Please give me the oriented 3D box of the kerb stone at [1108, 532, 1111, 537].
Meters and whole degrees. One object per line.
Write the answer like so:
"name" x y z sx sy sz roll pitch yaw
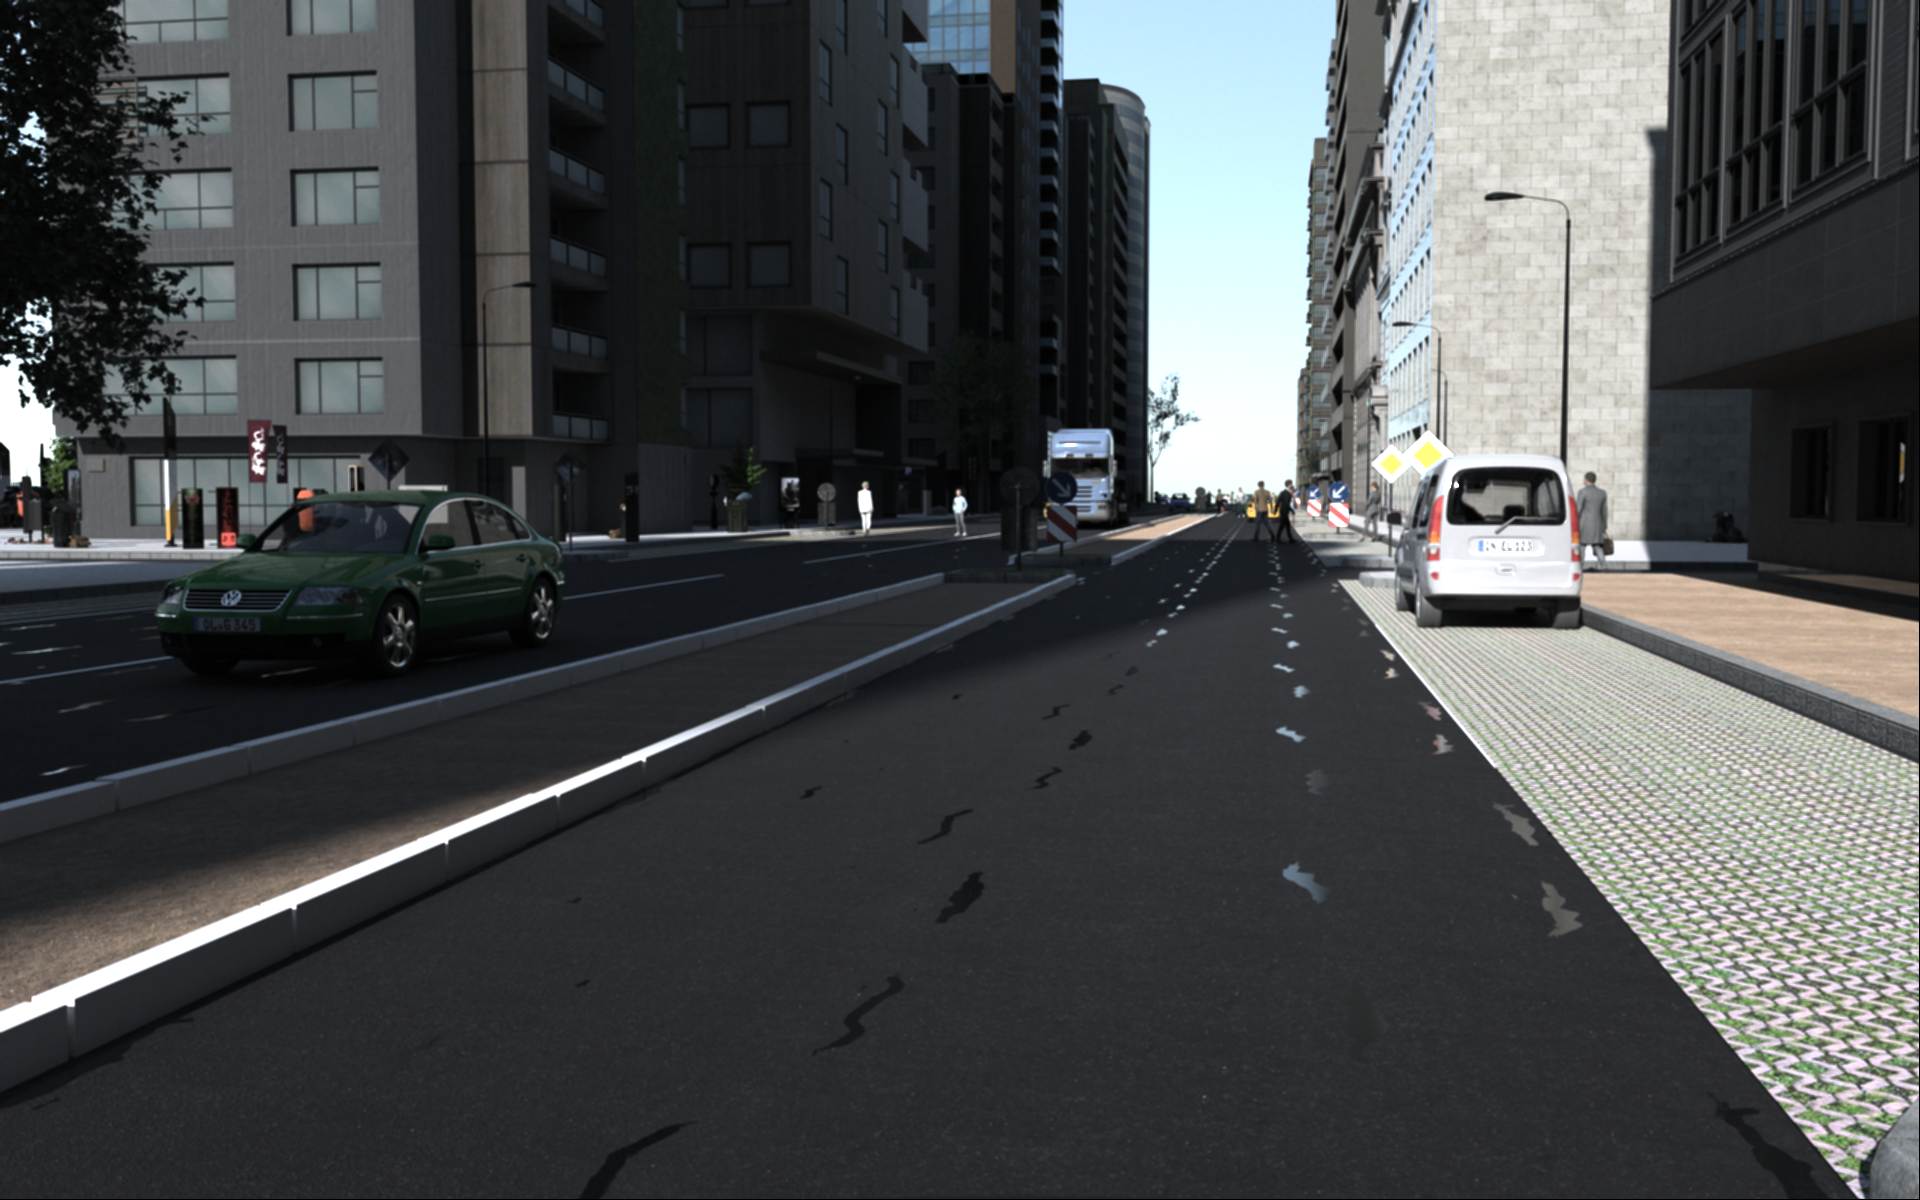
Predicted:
"kerb stone" 4.719 -2.088 56.340 0.120 0.150 1.000 1 4 10

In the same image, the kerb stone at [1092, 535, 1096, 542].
"kerb stone" 3.831 -1.775 51.296 0.120 0.150 1.000 1 4 10

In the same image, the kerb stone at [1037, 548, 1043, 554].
"kerb stone" 1.698 -1.039 39.181 0.120 0.150 1.000 1 4 10

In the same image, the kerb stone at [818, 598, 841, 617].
"kerb stone" -1.613 0.110 20.443 0.120 0.150 1.000 1 4 10

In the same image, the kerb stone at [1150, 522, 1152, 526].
"kerb stone" 8.272 -3.323 76.538 0.120 0.150 1.000 1 4 10

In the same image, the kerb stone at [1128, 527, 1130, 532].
"kerb stone" 6.146 -2.582 64.422 0.120 0.150 1.000 1 4 10

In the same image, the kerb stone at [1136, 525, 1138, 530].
"kerb stone" 6.853 -2.828 68.462 0.120 0.150 1.000 1 4 10

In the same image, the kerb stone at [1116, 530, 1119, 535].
"kerb stone" 5.250 -2.274 59.376 0.120 0.150 1.000 1 4 10

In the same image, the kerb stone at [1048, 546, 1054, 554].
"kerb stone" 2.044 -1.162 41.196 0.120 0.150 1.000 1 4 10

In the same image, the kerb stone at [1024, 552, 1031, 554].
"kerb stone" 1.334 -0.914 37.143 0.120 0.150 1.000 1 4 10

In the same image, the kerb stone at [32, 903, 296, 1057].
"kerb stone" -2.220 1.058 4.902 0.120 0.150 1.000 1 4 10

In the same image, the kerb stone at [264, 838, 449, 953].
"kerb stone" -2.044 0.996 5.909 0.120 0.150 1.000 1 4 10

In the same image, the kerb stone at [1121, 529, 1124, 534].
"kerb stone" 5.612 -2.398 61.400 0.120 0.150 1.000 1 4 10

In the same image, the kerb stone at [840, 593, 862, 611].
"kerb stone" -1.425 0.045 21.456 0.120 0.150 1.000 1 4 10

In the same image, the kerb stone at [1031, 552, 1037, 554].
"kerb stone" 1.516 -0.976 38.158 0.120 0.150 1.000 1 4 10

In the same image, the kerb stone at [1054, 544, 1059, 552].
"kerb stone" 2.225 -1.224 42.208 0.120 0.150 1.000 1 4 10

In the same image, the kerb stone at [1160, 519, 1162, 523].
"kerb stone" 9.522 -3.752 83.587 0.120 0.150 1.000 1 4 10

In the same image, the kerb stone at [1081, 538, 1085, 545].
"kerb stone" 3.294 -1.595 48.269 0.120 0.150 1.000 1 4 10

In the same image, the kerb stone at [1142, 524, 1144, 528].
"kerb stone" 7.384 -3.014 71.482 0.120 0.150 1.000 1 4 10

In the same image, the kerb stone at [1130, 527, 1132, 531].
"kerb stone" 6.322 -2.644 65.428 0.120 0.150 1.000 1 4 10

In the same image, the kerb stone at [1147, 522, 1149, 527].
"kerb stone" 7.924 -3.200 74.507 0.120 0.150 1.000 1 4 10

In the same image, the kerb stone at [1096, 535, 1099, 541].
"kerb stone" 4.012 -1.842 52.311 0.120 0.150 1.000 1 4 10

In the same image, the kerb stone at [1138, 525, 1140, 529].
"kerb stone" 7.033 -2.890 69.468 0.120 0.150 1.000 1 4 10

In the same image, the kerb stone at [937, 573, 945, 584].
"kerb stone" -0.369 -0.326 27.524 0.120 0.150 1.000 1 4 10

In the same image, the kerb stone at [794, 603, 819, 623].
"kerb stone" -1.795 0.169 19.437 0.120 0.150 1.000 1 4 10

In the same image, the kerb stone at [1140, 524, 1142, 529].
"kerb stone" 7.216 -2.953 70.473 0.120 0.150 1.000 1 4 10

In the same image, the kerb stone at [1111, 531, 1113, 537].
"kerb stone" 4.891 -2.150 57.351 0.120 0.150 1.000 1 4 10

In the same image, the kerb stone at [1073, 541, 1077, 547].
"kerb stone" 2.943 -1.472 46.255 0.120 0.150 1.000 1 4 10

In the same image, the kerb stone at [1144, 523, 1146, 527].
"kerb stone" 7.565 -3.076 72.487 0.120 0.150 1.000 1 4 10

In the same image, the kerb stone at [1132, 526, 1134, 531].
"kerb stone" 6.500 -2.706 66.446 0.120 0.150 1.000 1 4 10

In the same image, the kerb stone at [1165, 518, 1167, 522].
"kerb stone" 10.231 -4.001 87.613 0.120 0.150 1.000 1 4 10

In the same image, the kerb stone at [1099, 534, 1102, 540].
"kerb stone" 4.184 -1.904 53.319 0.120 0.150 1.000 1 4 10

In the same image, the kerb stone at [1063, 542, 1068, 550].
"kerb stone" 2.581 -1.345 44.237 0.120 0.150 1.000 1 4 10

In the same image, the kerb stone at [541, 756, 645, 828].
"kerb stone" -1.687 0.878 7.924 0.120 0.150 1.000 1 4 10

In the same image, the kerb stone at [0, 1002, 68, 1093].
"kerb stone" -2.401 1.125 3.896 0.120 0.150 1.000 1 4 10

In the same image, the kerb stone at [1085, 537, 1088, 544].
"kerb stone" 3.470 -1.655 49.284 0.120 0.150 1.000 1 4 10

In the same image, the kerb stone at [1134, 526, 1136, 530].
"kerb stone" 6.673 -2.764 67.453 0.120 0.150 1.000 1 4 10

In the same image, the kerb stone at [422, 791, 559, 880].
"kerb stone" -1.869 0.934 6.918 0.120 0.150 1.000 1 4 10

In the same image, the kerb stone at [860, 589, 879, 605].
"kerb stone" -1.257 -0.017 22.474 0.120 0.150 1.000 1 4 10

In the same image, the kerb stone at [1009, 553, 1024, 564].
"kerb stone" 1.150 -0.850 36.126 0.120 0.150 1.000 1 4 10

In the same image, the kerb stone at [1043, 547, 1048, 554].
"kerb stone" 1.869 -1.101 40.189 0.120 0.150 1.000 1 4 10

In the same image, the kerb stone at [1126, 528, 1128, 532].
"kerb stone" 5.968 -2.520 63.415 0.120 0.150 1.000 1 4 10

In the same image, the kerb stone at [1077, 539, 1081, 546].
"kerb stone" 3.121 -1.529 47.262 0.120 0.150 1.000 1 4 10

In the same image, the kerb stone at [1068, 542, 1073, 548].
"kerb stone" 2.767 -1.403 45.249 0.120 0.150 1.000 1 4 10

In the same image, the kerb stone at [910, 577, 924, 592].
"kerb stone" -0.719 -0.202 25.494 0.120 0.150 1.000 1 4 10

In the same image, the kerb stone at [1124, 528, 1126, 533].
"kerb stone" 5.784 -2.459 62.407 0.120 0.150 1.000 1 4 10

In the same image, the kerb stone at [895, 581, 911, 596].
"kerb stone" -0.895 -0.136 24.487 0.120 0.150 1.000 1 4 10

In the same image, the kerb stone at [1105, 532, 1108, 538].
"kerb stone" 4.541 -2.024 55.334 0.120 0.150 1.000 1 4 10

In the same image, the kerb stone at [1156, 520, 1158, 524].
"kerb stone" 8.982 -3.570 80.567 0.120 0.150 1.000 1 4 10

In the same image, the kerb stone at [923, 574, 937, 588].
"kerb stone" -0.544 -0.263 26.504 0.120 0.150 1.000 1 4 10

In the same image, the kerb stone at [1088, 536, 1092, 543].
"kerb stone" 3.658 -1.718 50.288 0.120 0.150 1.000 1 4 10

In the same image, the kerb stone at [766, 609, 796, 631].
"kerb stone" -1.968 0.230 18.429 0.120 0.150 1.000 1 4 10

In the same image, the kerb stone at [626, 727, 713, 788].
"kerb stone" -1.502 0.811 8.929 0.120 0.150 1.000 1 4 10

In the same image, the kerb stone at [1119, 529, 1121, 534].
"kerb stone" 5.434 -2.330 60.384 0.120 0.150 1.000 1 4 10

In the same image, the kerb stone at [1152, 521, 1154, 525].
"kerb stone" 8.459 -3.384 77.545 0.120 0.150 1.000 1 4 10

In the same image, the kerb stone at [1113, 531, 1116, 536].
"kerb stone" 5.074 -2.211 58.365 0.120 0.150 1.000 1 4 10

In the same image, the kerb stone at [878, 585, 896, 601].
"kerb stone" -1.070 -0.076 23.480 0.120 0.150 1.000 1 4 10

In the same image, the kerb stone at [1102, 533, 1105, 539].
"kerb stone" 4.365 -1.965 54.327 0.120 0.150 1.000 1 4 10
